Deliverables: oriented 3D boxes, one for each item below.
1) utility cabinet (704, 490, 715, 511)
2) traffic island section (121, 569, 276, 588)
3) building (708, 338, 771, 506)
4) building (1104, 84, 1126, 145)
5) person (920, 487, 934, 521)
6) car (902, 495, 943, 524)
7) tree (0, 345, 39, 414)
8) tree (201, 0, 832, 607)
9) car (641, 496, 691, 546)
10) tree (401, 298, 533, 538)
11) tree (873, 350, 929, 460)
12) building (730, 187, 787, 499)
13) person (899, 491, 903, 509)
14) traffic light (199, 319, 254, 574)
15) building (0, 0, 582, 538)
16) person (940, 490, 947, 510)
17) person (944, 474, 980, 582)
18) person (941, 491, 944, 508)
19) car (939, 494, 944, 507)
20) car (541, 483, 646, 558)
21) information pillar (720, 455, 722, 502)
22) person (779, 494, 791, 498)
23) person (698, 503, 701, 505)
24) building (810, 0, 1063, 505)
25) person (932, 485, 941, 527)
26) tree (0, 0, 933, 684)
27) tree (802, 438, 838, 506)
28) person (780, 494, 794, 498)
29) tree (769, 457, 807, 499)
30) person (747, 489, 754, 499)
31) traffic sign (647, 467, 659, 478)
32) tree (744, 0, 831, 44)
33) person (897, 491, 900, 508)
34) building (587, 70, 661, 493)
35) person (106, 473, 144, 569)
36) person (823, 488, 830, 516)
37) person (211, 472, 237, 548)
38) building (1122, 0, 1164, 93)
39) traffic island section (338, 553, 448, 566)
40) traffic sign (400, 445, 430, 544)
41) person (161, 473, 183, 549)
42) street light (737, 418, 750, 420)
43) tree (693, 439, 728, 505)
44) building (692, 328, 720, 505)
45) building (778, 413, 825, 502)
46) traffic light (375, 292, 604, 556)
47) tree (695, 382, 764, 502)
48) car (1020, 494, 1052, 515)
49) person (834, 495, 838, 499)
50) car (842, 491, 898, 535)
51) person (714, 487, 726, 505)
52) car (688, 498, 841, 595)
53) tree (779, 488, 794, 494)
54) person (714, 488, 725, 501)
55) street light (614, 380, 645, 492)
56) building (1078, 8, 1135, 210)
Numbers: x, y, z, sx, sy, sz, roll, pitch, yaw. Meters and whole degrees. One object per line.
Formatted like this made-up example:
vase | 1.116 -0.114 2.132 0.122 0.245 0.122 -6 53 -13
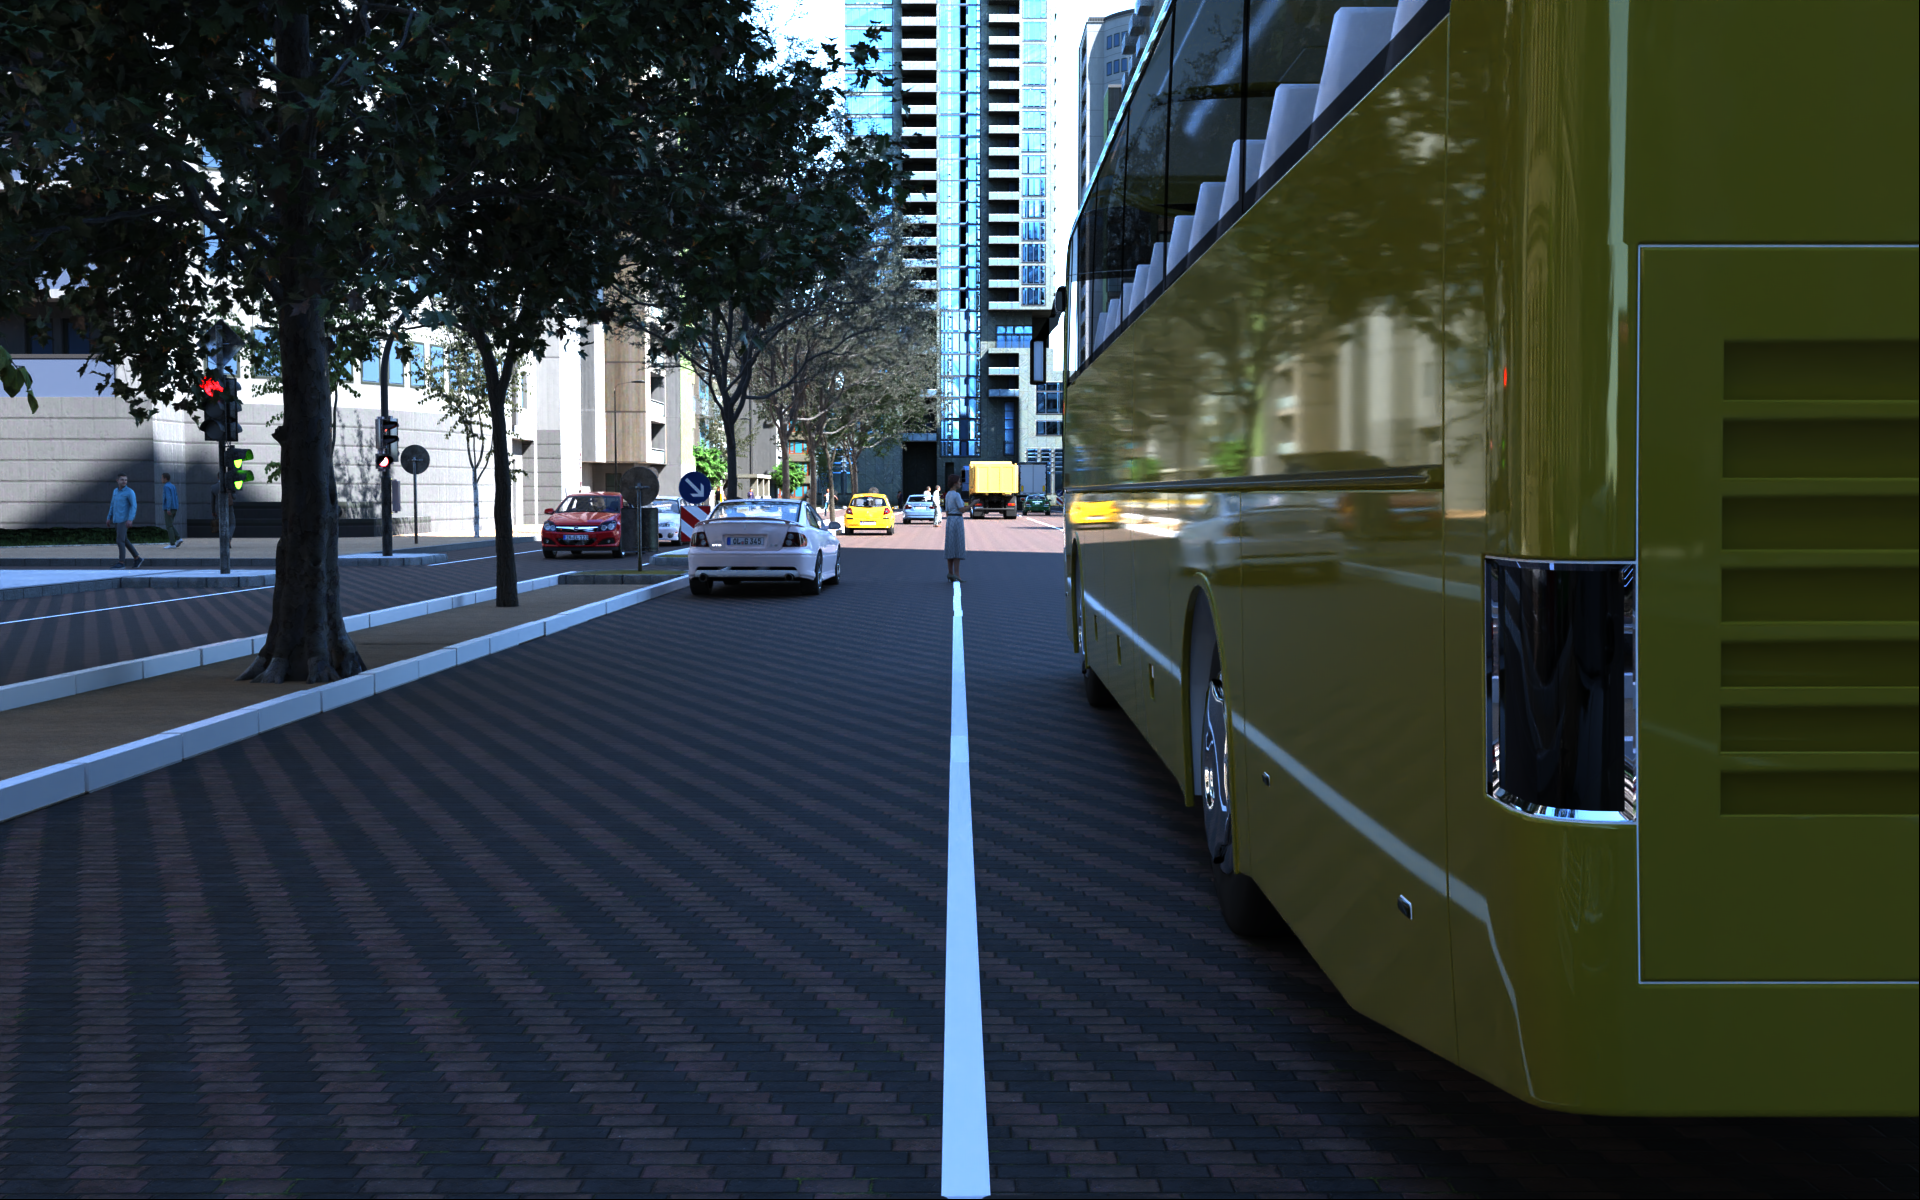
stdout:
utility cabinet | -14.428 -5.557 99.535 0.318 1.500 1.173 -2 4 -24
traffic island section | -11.871 -0.346 27.945 2.009 0.180 2.903 0 4 0
building | -33.606 -28.262 153.960 32.217 40.220 23.993 0 4 0
building | 21.426 -30.147 176.496 14.154 41.232 14.086 0 4 0
person | -1.757 -5.047 91.118 0.850 1.850 0.679 2 4 30
car | -1.825 -4.388 83.749 2.014 1.417 4.499 0 4 1
tree | -4.958 -3.258 6.093 4.737 8.622 4.395 0 3 0
tree | -5.715 -5.206 21.982 8.767 10.594 7.601 0 4 0
car | -8.587 -2.266 49.403 2.083 1.381 4.827 0 4 1
tree | -14.214 -6.127 50.547 4.360 8.622 3.978 0 3 0
tree | -5.501 -8.473 75.405 8.767 10.594 7.601 0 4 0
building | -24.995 -30.150 176.548 14.086 41.232 14.154 0 4 0
person | -5.812 -9.839 170.288 0.530 1.710 0.541 2 4 31
traffic light | -11.831 -2.379 27.811 0.839 4.253 0.868 0 4 0
building | -27.197 -31.744 61.007 21.231 58.520 28.212 0 4 0
person | -1.267 -8.958 154.900 1.348 1.831 0.705 -1 4 -9
person | 0.002 -1.168 28.172 0.524 1.755 0.480 -2 4 -32
person | -1.822 -10.356 178.537 1.217 1.743 0.721 -1 4 -22
car | -1.741 -10.037 174.320 2.015 1.641 3.980 0 4 0
car | -8.431 -1.900 40.101 2.155 1.783 4.494 0 4 0
information pillar | -14.438 -6.937 104.767 0.183 3.616 0.504 0 4 -3
person | -16.294 -9.519 161.671 1.348 1.826 0.705 -2 4 -33
person | -17.187 -6.435 114.481 0.599 1.433 0.991 -3 5 -43
building | -1.731 -54.716 207.280 31.000 86.520 22.319 0 4 0
person | -1.018 -4.080 75.309 0.391 1.810 0.635 0 4 -4
tree | -5.063 -5.735 13.229 9.611 12.733 9.660 0 3 0
tree | -15.011 -14.544 188.164 4.737 8.622 4.395 0 3 0
person | -17.162 -10.128 171.715 1.350 1.814 0.705 0 4 -1
tree | -14.996 -10.247 151.253 4.285 4.588 4.351 0 3 0
person | -16.067 -7.708 132.995 0.541 1.710 0.530 -2 4 -25
traffic sign | -14.434 -4.935 80.800 0.768 2.556 0.104 1 4 9
tree | -5.472 -7.855 41.255 12.009 13.543 11.850 0 3 0
person | -6.195 -10.359 178.585 0.721 1.736 1.217 -2 4 -31
building | -22.133 -24.928 91.170 14.154 41.232 14.086 0 4 0
person | -15.964 -1.518 33.180 0.638 1.841 0.748 3 4 38
person | -8.331 -6.194 109.754 0.794 1.824 0.713 2 4 32
person | -17.464 -2.145 41.076 0.622 1.834 0.822 -1 4 -9
building | 26.071 -32.637 153.223 23.786 49.044 30.456 0 4 0
traffic island section | -11.893 -0.835 35.930 2.009 0.180 2.903 0 4 0
traffic sign | -14.062 -2.728 44.707 0.768 2.556 0.104 0 4 2
person | -18.556 -2.102 40.749 0.444 1.785 0.601 0 4 6
street light | -13.489 -8.127 105.413 1.470 5.913 1.316 0 4 0
tree | -15.239 -7.270 102.583 4.285 4.588 4.351 0 3 0
building | -29.822 -30.979 126.114 23.786 49.044 30.456 0 4 0
building | -31.688 -22.429 211.749 28.899 21.520 27.650 0 4 0
traffic light | -9.762 -3.741 35.836 4.771 5.953 1.251 0 4 0
tree | -14.799 -9.701 108.981 4.360 8.622 3.978 0 3 0
car | 5.176 -6.467 117.530 2.131 1.459 4.920 0 4 1
person | -10.925 -8.415 146.786 1.217 1.736 0.721 0 4 -6
car | -3.206 -3.143 61.606 2.015 1.641 3.980 0 4 -1
person | -15.877 -6.579 113.628 1.348 1.822 0.705 2 4 24
car | -2.875 -0.836 26.027 2.083 1.381 4.827 0 4 2
tree | -15.318 -9.771 154.350 1.663 3.219 1.824 0 3 0
person | -15.754 -6.611 114.844 1.217 1.736 0.721 0 4 -5
street light | -13.515 -6.003 70.684 1.470 5.913 1.316 0 4 0
building | 28.746 -40.702 207.478 28.212 58.520 21.231 0 4 0
